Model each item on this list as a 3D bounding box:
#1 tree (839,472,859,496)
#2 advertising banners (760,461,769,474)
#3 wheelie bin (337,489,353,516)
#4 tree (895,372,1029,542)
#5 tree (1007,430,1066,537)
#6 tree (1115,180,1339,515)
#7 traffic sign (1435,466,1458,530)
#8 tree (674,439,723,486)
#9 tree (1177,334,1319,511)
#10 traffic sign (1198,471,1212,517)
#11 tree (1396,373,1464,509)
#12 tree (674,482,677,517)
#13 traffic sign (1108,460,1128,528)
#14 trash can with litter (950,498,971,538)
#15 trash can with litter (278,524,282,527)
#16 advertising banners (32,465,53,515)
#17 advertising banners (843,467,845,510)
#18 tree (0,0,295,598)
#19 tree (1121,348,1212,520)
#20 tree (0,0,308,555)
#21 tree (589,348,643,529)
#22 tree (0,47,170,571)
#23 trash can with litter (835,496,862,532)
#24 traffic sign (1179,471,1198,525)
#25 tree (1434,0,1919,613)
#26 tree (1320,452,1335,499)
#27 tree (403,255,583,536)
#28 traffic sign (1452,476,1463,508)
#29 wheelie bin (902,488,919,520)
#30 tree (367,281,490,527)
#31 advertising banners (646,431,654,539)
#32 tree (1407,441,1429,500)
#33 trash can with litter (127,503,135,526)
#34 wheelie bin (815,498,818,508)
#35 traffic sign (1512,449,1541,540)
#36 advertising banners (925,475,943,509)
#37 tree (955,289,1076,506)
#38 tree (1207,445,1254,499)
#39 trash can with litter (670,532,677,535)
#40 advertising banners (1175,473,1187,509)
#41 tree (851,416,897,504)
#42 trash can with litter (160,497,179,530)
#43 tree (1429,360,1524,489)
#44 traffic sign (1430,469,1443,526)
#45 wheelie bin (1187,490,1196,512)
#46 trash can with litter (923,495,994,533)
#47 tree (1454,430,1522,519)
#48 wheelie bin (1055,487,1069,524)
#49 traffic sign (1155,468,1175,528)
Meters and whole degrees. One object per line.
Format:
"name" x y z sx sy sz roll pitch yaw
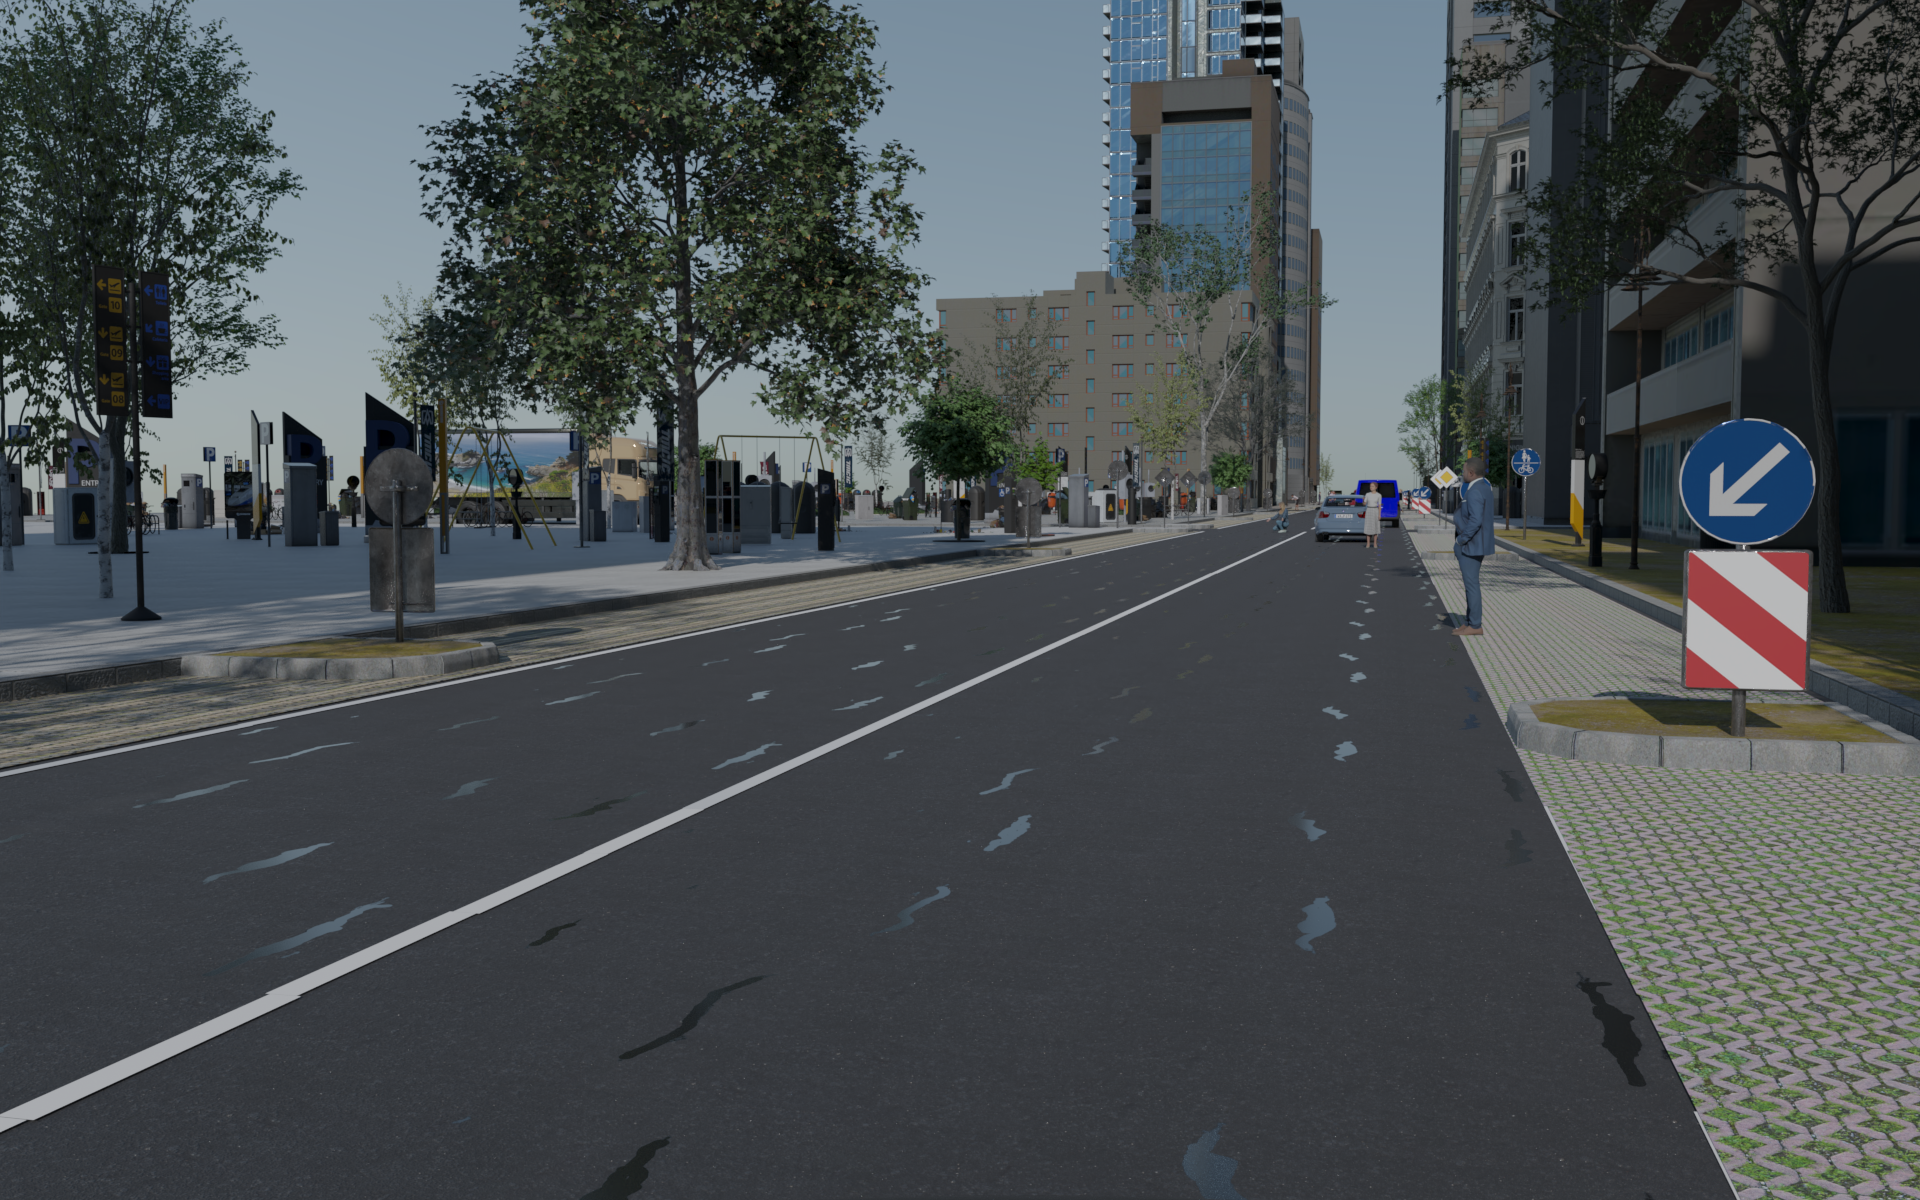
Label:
"tree" -8.490 -8.234 129.227 1.663 3.219 1.824 0 3 0
"advertising banners" -9.827 -5.934 93.215 2.074 3.025 0.090 -2 4 -31
"wheelie bin" -35.696 -5.678 100.748 0.693 1.594 0.980 2 4 32
"tree" -0.055 -3.848 46.637 4.285 4.588 4.351 0 3 0
"tree" 2.486 -3.548 52.606 1.663 3.219 1.824 0 3 0
"tree" 16.030 -15.223 104.785 12.611 20.169 13.585 0 3 0
"traffic sign" 17.591 -3.609 62.652 0.795 2.450 0.064 1 4 14
"tree" -14.457 -6.754 94.149 4.285 4.588 4.351 0 3 0
"tree" 21.995 -13.533 131.631 12.009 13.543 11.850 0 3 0
"traffic sign" 13.466 -5.829 95.404 0.768 2.556 0.104 1 4 20
"tree" 40.918 -13.545 147.221 9.928 11.665 9.643 0 3 0
"tree" -16.131 -6.376 98.846 1.663 3.219 1.824 0 3 0
"traffic sign" 5.908 -3.963 64.896 0.768 2.556 0.104 1 4 17
"trash can with litter" 0.007 -2.369 50.122 0.624 1.170 1.055 0 4 -2
"trash can with litter" -26.310 -3.538 68.905 1.678 1.210 2.233 1 4 10
"advertising banners" -55.659 -6.642 104.791 0.090 3.025 2.074 2 4 31
"advertising banners" -7.611 -7.192 113.769 0.090 3.025 2.074 0 4 -6
"tree" -10.550 -4.344 21.389 4.360 8.622 3.978 0 3 0
"tree" 10.413 -8.332 86.595 4.737 8.622 4.395 0 3 0
"tree" -17.969 -6.794 36.830 9.928 11.665 9.643 0 3 0
"tree" -13.249 -6.951 64.006 4.360 8.622 3.978 0 3 0
"tree" -15.724 -4.793 28.726 4.737 8.622 4.395 0 3 0
"trash can with litter" -4.301 -2.993 59.990 1.678 1.210 2.233 -1 4 -22
"traffic sign" 9.620 -4.234 72.867 0.795 2.450 0.064 1 4 14
"tree" 9.320 -5.160 18.776 8.767 10.594 7.601 -2 4 -35
"tree" 62.997 -21.347 299.389 4.737 8.622 4.395 0 3 0
"tree" -14.420 -6.250 52.542 4.360 8.622 3.978 0 3 0
"traffic sign" 28.311 -5.903 98.641 0.606 2.300 0.079 1 4 19
"wheelie bin" -2.416 -4.684 84.483 0.693 1.594 0.980 -3 4 -36
"tree" -18.514 -6.731 60.412 4.737 8.622 4.395 0 3 0
"advertising banners" -8.829 -3.257 49.434 0.090 3.025 2.074 0 4 -4
"tree" 60.482 -16.848 225.823 4.737 8.622 4.395 0 3 0
"trash can with litter" -33.158 -3.492 68.482 1.055 1.170 0.624 -2 4 -28
"wheelie bin" -11.323 -7.715 134.042 0.980 1.594 0.693 -1 4 -19
"traffic sign" 15.855 -2.964 48.560 0.768 2.556 0.104 1 4 18
"advertising banners" -2.114 -9.059 144.303 2.074 3.025 0.090 -3 5 -43
"tree" 1.909 -6.804 61.610 4.360 8.622 3.978 0 3 0
"tree" 18.165 -8.132 116.669 4.285 4.588 4.351 0 3 0
"trash can with litter" -8.808 -2.705 55.285 1.678 1.210 2.233 0 4 1
"advertising banners" 18.908 -9.241 147.272 2.074 3.025 0.090 -3 5 -43
"tree" -7.183 -12.063 147.594 4.360 8.622 3.978 0 3 0
"trash can with litter" -28.525 -3.123 62.444 0.624 1.170 1.055 -2 4 -30
"tree" 28.478 -8.816 94.503 4.737 8.622 4.395 0 3 0
"traffic sign" 19.511 -4.083 70.404 0.795 2.450 0.064 1 4 14
"wheelie bin" 16.203 -6.931 121.226 0.693 1.594 0.980 0 4 6
"trash can with litter" -0.016 -2.818 57.138 2.233 1.210 1.678 1 4 11
"tree" 26.961 -6.407 88.475 4.285 4.588 4.351 0 3 0
"wheelie bin" 4.527 -4.105 75.024 0.693 1.594 0.980 1 4 22
"traffic sign" 7.699 -3.760 65.115 0.795 2.450 0.064 1 4 14
